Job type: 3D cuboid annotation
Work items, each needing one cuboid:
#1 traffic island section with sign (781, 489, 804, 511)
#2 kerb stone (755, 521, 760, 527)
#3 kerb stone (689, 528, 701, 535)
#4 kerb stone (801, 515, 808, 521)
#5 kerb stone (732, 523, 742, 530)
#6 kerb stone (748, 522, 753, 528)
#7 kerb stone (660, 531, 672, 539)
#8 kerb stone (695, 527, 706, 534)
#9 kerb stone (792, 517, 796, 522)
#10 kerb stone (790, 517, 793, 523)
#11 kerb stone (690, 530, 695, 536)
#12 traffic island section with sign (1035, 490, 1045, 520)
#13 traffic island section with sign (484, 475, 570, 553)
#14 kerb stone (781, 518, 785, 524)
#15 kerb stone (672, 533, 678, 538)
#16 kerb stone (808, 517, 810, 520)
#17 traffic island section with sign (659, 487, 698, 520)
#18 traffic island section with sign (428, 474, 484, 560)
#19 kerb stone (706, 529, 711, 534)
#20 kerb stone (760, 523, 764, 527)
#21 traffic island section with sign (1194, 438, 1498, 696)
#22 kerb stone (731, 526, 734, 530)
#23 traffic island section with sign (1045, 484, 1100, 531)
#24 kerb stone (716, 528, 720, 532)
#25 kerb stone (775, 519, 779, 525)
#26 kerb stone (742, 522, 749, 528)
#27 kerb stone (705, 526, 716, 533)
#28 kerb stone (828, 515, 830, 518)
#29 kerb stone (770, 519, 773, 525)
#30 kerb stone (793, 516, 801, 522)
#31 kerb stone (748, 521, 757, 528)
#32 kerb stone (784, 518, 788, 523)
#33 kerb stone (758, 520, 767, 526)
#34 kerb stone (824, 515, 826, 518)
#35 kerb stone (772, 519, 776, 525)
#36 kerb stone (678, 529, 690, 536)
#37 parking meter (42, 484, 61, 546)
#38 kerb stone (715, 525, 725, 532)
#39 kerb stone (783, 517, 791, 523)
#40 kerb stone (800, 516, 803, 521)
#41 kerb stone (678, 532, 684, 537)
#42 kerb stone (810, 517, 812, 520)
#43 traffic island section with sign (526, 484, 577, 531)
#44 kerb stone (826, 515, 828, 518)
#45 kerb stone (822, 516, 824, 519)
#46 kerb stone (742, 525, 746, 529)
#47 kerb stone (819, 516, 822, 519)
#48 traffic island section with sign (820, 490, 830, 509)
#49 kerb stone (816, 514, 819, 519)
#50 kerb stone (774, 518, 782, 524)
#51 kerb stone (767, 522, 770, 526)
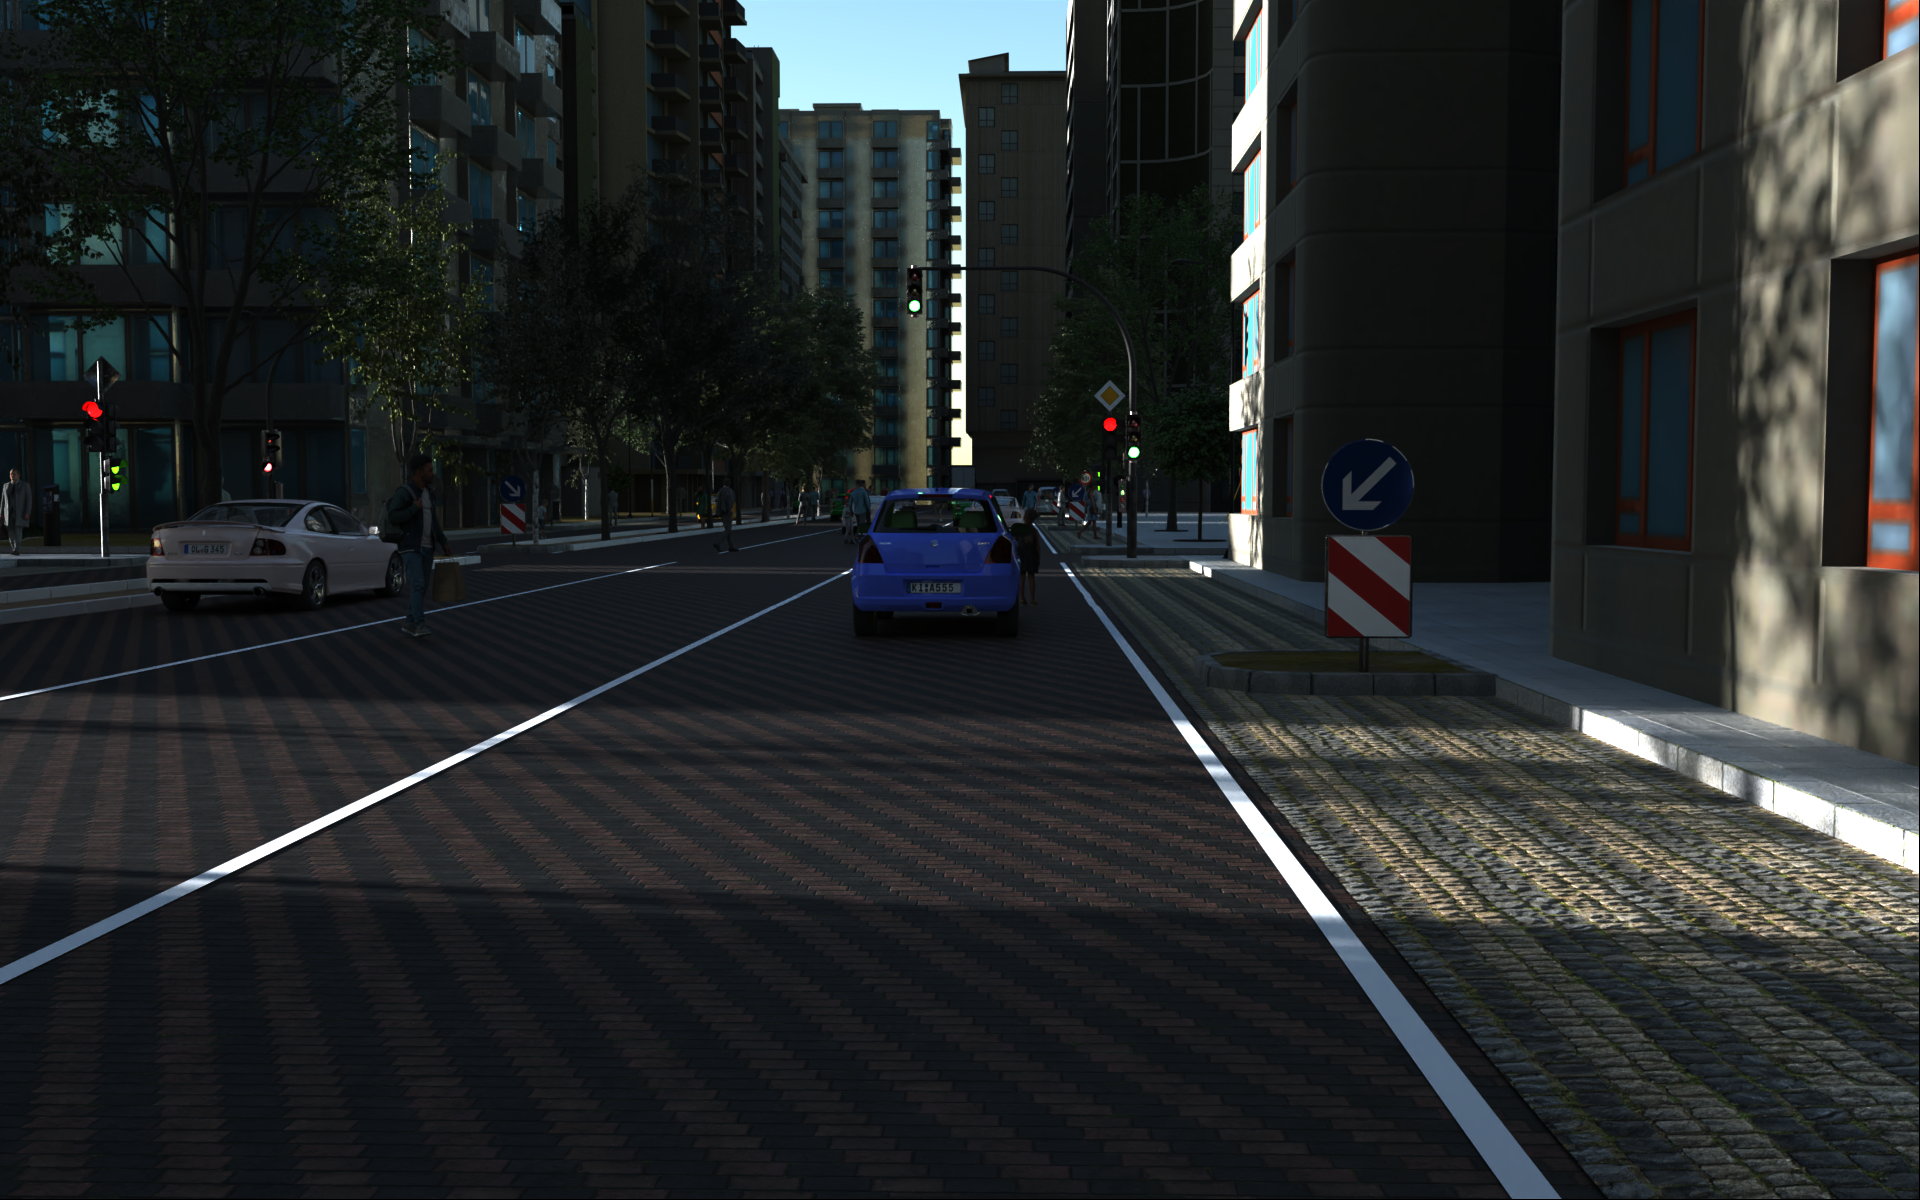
[{"bbox_3d":[-13.897,-8.346,145.080,1.989,1.847,2.006,0,4,2],"label":"traffic island section with sign"},{"bbox_3d":[-8.885,-3.226,74.947,0.120,0.150,1.000,0,4,2],"label":"kerb stone"},{"bbox_3d":[-9.307,-2.349,60.598,0.120,0.150,1.000,0,4,2],"label":"kerb stone"},{"bbox_3d":[-8.374,-4.292,92.362,0.120,0.150,1.000,0,4,2],"label":"kerb stone"},{"bbox_3d":[-9.039,-2.913,69.823,0.120,0.150,1.000,0,4,2],"label":"kerb stone"},{"bbox_3d":[-8.951,-3.100,72.888,0.120,0.150,1.000,0,4,2],"label":"kerb stone"},{"bbox_3d":[-9.457,-2.035,55.474,0.120,0.150,1.000,0,4,2],"label":"kerb stone"},{"bbox_3d":[-9.279,-2.410,61.620,0.120,0.150,1.000,0,4,2],"label":"kerb stone"},{"bbox_3d":[-8.520,-3.978,87.231,0.120,0.150,1.000,0,4,2],"label":"kerb stone"},{"bbox_3d":[-8.550,-3.915,86.207,0.120,0.150,1.000,0,4,2],"label":"kerb stone"},{"bbox_3d":[-9.340,-2.285,59.576,0.120,0.150,1.000,0,4,2],"label":"kerb stone"},{"bbox_3d":[5.248,-5.280,94.948,1.989,1.847,2.006,0,4,2],"label":"traffic island section with sign"},{"bbox_3d":[-10.870,-2.123,42.843,2.006,1.907,1.989,0,4,2],"label":"traffic island section with sign"},{"bbox_3d":[-8.646,-3.727,83.140,0.120,0.150,1.000,0,4,2],"label":"kerb stone"},{"bbox_3d":[-9.437,-2.096,56.496,0.120,0.150,1.000,0,4,2],"label":"kerb stone"},{"bbox_3d":[-8.346,-4.352,93.384,0.120,0.150,1.000,0,4,2],"label":"kerb stone"},{"bbox_3d":[-15.372,-5.291,95.132,1.989,1.847,2.006,0,4,2],"label":"traffic island section with sign"},{"bbox_3d":[-11.099,-1.670,35.440,2.006,1.907,1.989,0,4,2],"label":"traffic island section with sign"},{"bbox_3d":[-9.248,-2.475,62.654,0.120,0.150,1.000,0,4,2],"label":"kerb stone"},{"bbox_3d":[-8.861,-3.289,75.969,0.120,0.150,1.000,0,4,2],"label":"kerb stone"},{"bbox_3d":[2.834,-0.278,13.176,1.989,1.847,2.006,0,4,2],"label":"traffic island section with sign"},{"bbox_3d":[-9.098,-2.785,67.775,0.120,0.150,1.000,0,4,2],"label":"kerb stone"},{"bbox_3d":[4.445,-3.627,67.932,1.989,1.847,2.006,0,4,2],"label":"traffic island section with sign"},{"bbox_3d":[-9.196,-2.600,64.700,0.120,0.150,1.000,0,4,2],"label":"kerb stone"},{"bbox_3d":[-8.703,-3.602,81.095,0.120,0.150,1.000,0,4,2],"label":"kerb stone"},{"bbox_3d":[-8.981,-3.031,71.867,0.120,0.150,1.000,0,4,2],"label":"kerb stone"},{"bbox_3d":[-9.220,-2.537,63.676,0.120,0.150,1.000,0,4,2],"label":"kerb stone"},{"bbox_3d":[-8.039,-4.978,103.632,0.120,0.150,1.000,0,4,2],"label":"kerb stone"},{"bbox_3d":[-8.770,-3.477,79.047,0.120,0.150,1.000,0,4,2],"label":"kerb stone"},{"bbox_3d":[-8.465,-4.103,89.280,0.120,0.150,1.000,0,4,2],"label":"kerb stone"},{"bbox_3d":[-8.913,-3.164,73.922,0.120,0.150,1.000,0,4,2],"label":"kerb stone"},{"bbox_3d":[-8.611,-3.787,84.161,0.120,0.150,1.000,0,4,2],"label":"kerb stone"},{"bbox_3d":[-8.826,-3.346,76.994,0.120,0.150,1.000,0,4,2],"label":"kerb stone"},{"bbox_3d":[-8.103,-4.853,101.574,0.120,0.150,1.000,0,4,2],"label":"kerb stone"},{"bbox_3d":[-8.735,-3.540,80.073,0.120,0.150,1.000,0,4,2],"label":"kerb stone"},{"bbox_3d":[-9.373,-2.223,58.549,0.120,0.150,1.000,0,4,2],"label":"kerb stone"},{"bbox_3d":[-22.339,-2.090,42.586,0.372,1.533,0.369,0,3,0],"label":"parking meter"},{"bbox_3d":[-9.153,-2.662,65.721,0.120,0.150,1.000,0,4,2],"label":"kerb stone"},{"bbox_3d":[-8.577,-3.852,85.183,0.120,0.150,1.000,0,4,2],"label":"kerb stone"},{"bbox_3d":[-8.436,-4.166,90.301,0.120,0.150,1.000,0,4,2],"label":"kerb stone"},{"bbox_3d":[-9.406,-2.155,57.528,0.120,0.150,1.000,0,4,2],"label":"kerb stone"},{"bbox_3d":[-8.307,-4.416,94.405,0.120,0.150,1.000,0,4,2],"label":"kerb stone"},{"bbox_3d":[-16.171,-3.643,68.189,1.989,1.847,2.006,0,4,2],"label":"traffic island section with sign"},{"bbox_3d":[-8.069,-4.918,102.607,0.120,0.150,1.000,0,4,2],"label":"kerb stone"},{"bbox_3d":[-8.127,-4.792,100.549,0.120,0.150,1.000,0,4,2],"label":"kerb stone"},{"bbox_3d":[-9.013,-2.976,70.845,0.120,0.150,1.000,0,4,2],"label":"kerb stone"},{"bbox_3d":[-8.165,-4.725,99.528,0.120,0.150,1.000,0,4,2],"label":"kerb stone"},{"bbox_3d":[-13.078,-10.022,172.493,1.989,1.847,2.006,0,4,2],"label":"traffic island section with sign"},{"bbox_3d":[-8.212,-4.603,97.477,0.120,0.150,1.000,0,4,2],"label":"kerb stone"},{"bbox_3d":[-8.671,-3.664,82.117,0.120,0.150,1.000,0,4,2],"label":"kerb stone"},{"bbox_3d":[-8.793,-3.411,78.025,0.120,0.150,1.000,0,4,2],"label":"kerb stone"}]
